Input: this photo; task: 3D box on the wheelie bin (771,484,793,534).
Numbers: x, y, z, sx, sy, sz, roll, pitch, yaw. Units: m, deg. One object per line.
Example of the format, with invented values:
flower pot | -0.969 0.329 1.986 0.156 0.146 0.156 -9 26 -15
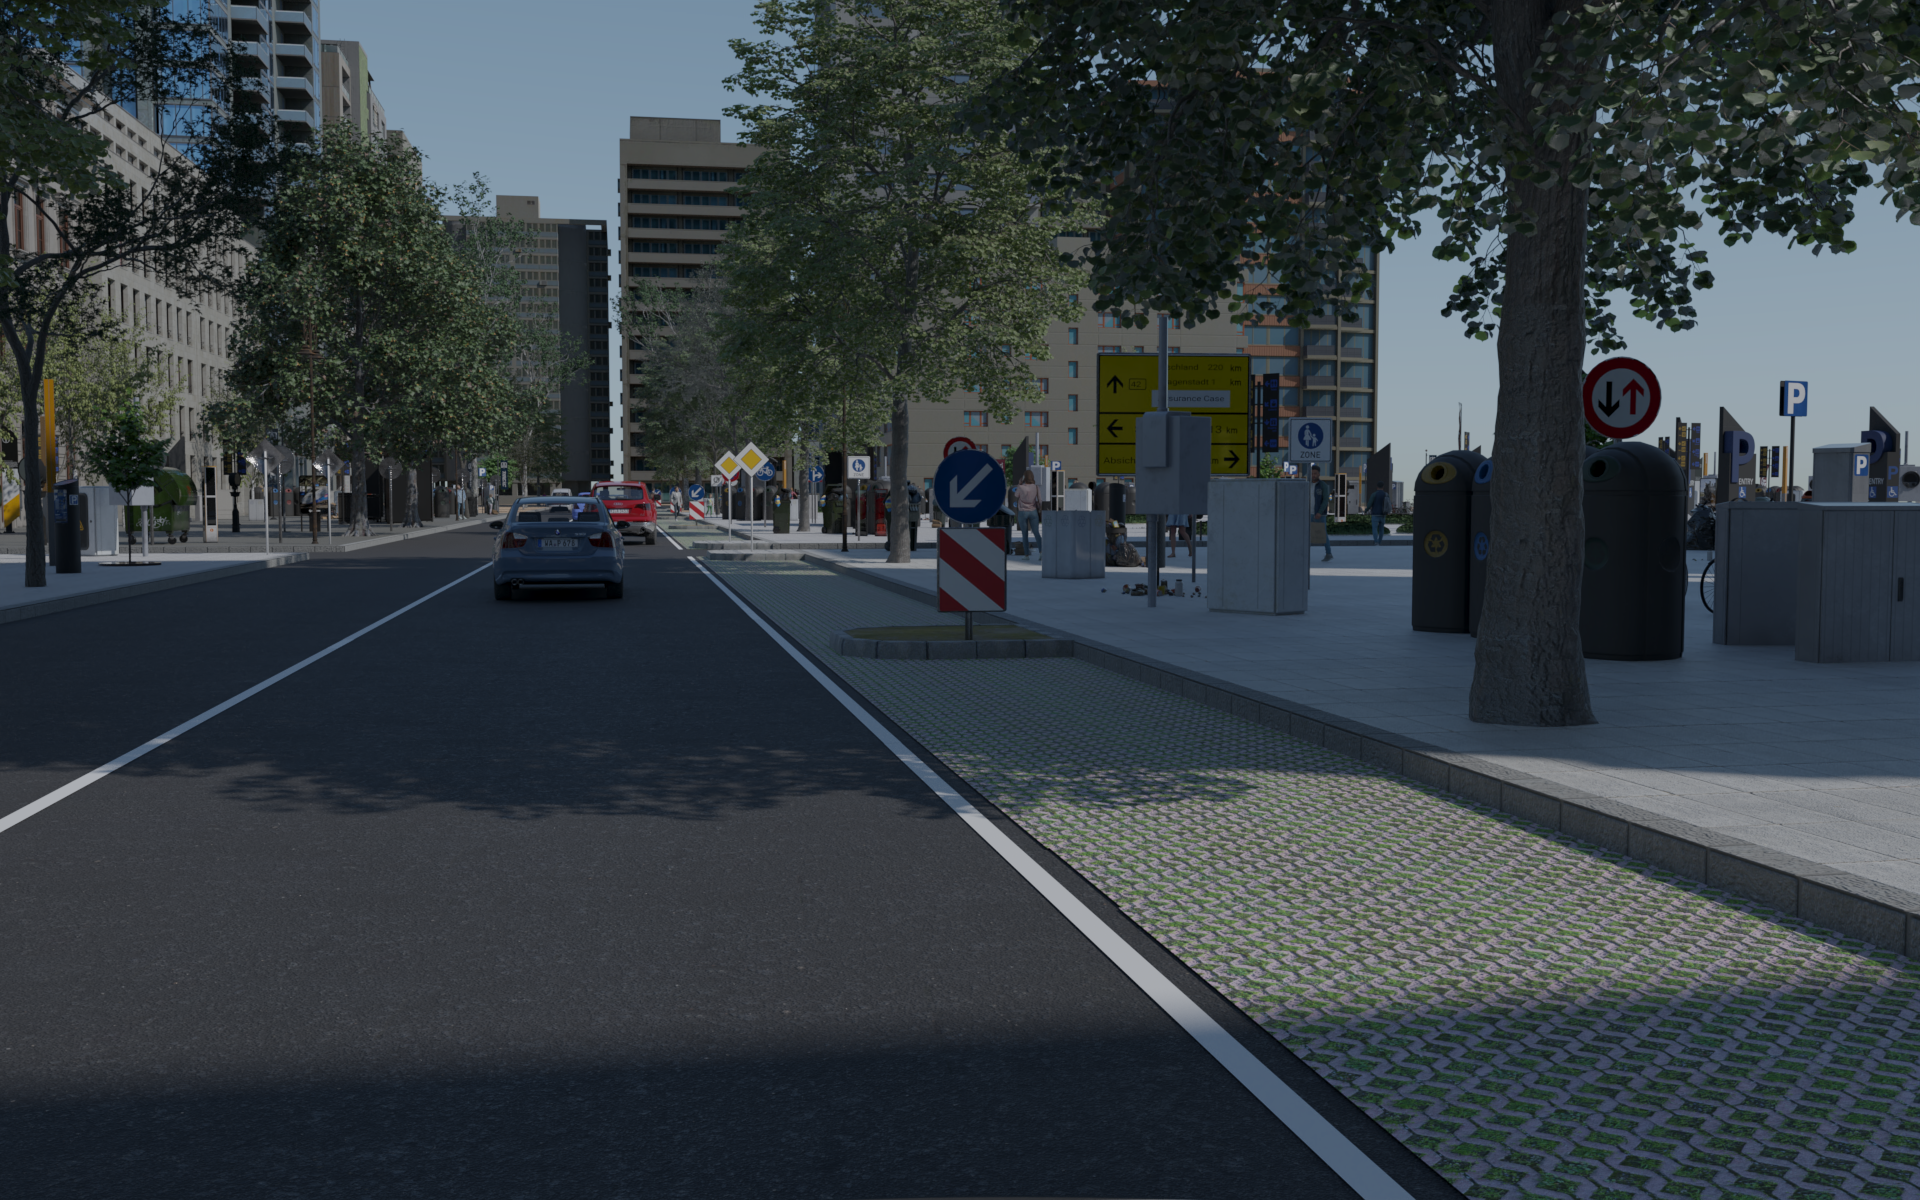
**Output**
wheelie bin | -5.765 -2.944 56.050 0.693 1.594 0.980 0 4 -6

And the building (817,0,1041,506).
building | -3.432 -38.454 170.724 21.231 58.520 28.212 -1 4 -11

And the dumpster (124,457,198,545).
dumpster | -20.643 -2.574 44.574 1.502 2.255 1.985 -1 4 -11

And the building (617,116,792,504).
building | -33.662 -36.894 226.919 21.600 48.544 21.300 -1 4 -11

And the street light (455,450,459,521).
street light | -24.250 -6.762 83.354 0.468 5.910 1.993 -1 4 -11

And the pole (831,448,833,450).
pole | -5.492 -4.951 74.797 0.158 3.312 0.155 0 3 0

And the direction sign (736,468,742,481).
direction sign | -12.755 -6.676 101.154 0.876 3.537 0.379 3 5 41

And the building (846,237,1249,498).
building | 5.760 -18.322 144.605 27.650 21.520 28.899 -1 4 -11

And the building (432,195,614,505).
building | -58.036 -32.800 228.163 23.993 40.220 32.217 -1 4 -11

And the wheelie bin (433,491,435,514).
wheelie bin | -31.043 -5.827 103.184 0.693 1.594 0.980 1 4 20

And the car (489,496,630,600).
car | -5.745 -0.788 24.884 2.014 1.417 4.499 -1 4 -12

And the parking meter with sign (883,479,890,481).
parking meter with sign | -3.827 -5.644 88.544 1.738 3.016 0.543 0 4 -6

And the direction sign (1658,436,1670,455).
direction sign | 27.762 -4.672 68.389 0.379 3.537 0.876 0 4 -5

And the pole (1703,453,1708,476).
pole | 36.808 -5.611 85.579 0.158 3.312 0.155 0 3 0

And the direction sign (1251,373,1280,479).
direction sign | 5.637 -2.492 32.735 0.876 3.537 0.379 3 5 43

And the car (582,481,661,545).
car | -9.835 -2.542 50.239 2.281 1.827 5.304 -1 4 -9

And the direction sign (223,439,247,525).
direction sign | -29.890 -4.858 71.422 0.876 3.537 0.379 -1 4 -18

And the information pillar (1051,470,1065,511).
information pillar | 3.022 -2.999 53.533 0.304 2.012 0.304 -3 4 -37

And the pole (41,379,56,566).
pole | -16.204 -2.265 30.879 0.158 3.312 0.155 0 3 0

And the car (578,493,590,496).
car | -16.955 -4.277 79.517 1.945 1.707 3.694 -1 4 -13

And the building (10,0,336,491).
building | -58.566 -49.773 126.466 22.319 86.520 31.000 -1 4 -11

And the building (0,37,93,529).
building | -40.740 -13.906 63.526 11.583 22.565 21.152 -1 4 -11

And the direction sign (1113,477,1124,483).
direction sign | 9.062 -6.545 99.013 0.876 3.537 0.379 -3 5 -40

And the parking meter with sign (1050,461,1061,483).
parking meter with sign | 5.040 -5.865 92.150 0.543 3.016 1.738 0 4 -1

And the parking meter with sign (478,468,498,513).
parking meter with sign | -31.344 -7.276 115.216 1.738 3.016 0.543 3 5 44

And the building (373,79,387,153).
building | -62.970 -29.615 167.792 14.086 41.232 14.154 -1 4 -11

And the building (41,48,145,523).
building | -43.873 -13.918 82.313 10.420 20.320 16.860 -1 4 -11

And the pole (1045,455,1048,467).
pole | 4.523 -5.928 90.762 0.158 3.312 0.155 0 3 0

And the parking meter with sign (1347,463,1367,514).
parking meter with sign | 22.030 -6.192 97.501 1.738 3.016 0.543 0 4 -8

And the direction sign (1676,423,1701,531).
direction sign | 23.101 -3.852 54.972 0.876 3.537 0.379 -1 4 -17

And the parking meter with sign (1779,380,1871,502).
parking meter with sign | 13.210 -1.819 25.994 0.543 3.016 1.738 -2 4 -28

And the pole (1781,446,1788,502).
pole | 35.006 -4.874 73.534 0.158 3.312 0.155 0 3 0

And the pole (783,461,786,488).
pole | -10.665 -6.811 105.208 0.158 3.312 0.155 0 3 0

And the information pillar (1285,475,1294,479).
information pillar | 12.959 -3.895 68.177 0.304 2.012 0.304 1 4 23

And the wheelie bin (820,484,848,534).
wheelie bin | -4.037 -2.941 56.000 0.693 1.594 0.980 3 5 45

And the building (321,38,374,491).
building | -59.432 -28.563 150.606 14.154 41.232 14.086 -1 4 -11

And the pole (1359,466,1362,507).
pole | 28.733 -7.982 124.346 0.158 3.312 0.155 0 3 0

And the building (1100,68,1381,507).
building | 29.661 -32.191 180.940 28.867 44.769 22.147 -1 4 -11

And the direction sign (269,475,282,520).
direction sign | -34.379 -5.788 86.631 0.876 3.537 0.379 -3 4 -38

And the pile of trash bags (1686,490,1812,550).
pile of trash bags | 17.936 -1.782 38.881 1.912 1.369 3.447 -2 4 -28

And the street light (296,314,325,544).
street light | -16.646 -4.387 44.521 0.468 5.910 1.993 -1 4 -11

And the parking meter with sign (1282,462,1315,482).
parking meter with sign | 18.145 -5.898 92.693 1.738 3.016 0.543 3 5 40

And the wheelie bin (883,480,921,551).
wheelie bin | -1.277 -1.902 39.004 0.693 1.594 0.980 2 4 29

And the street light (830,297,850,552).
street light | -2.563 -4.010 38.356 0.468 5.910 1.993 -1 4 -11

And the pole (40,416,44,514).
pole | -23.988 -3.158 45.476 0.158 3.312 0.155 0 3 0

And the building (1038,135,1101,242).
building | 17.819 -37.554 237.717 21.600 48.544 21.300 -1 4 -11

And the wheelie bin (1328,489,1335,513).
wheelie bin | 24.731 -6.518 114.471 0.693 1.594 0.980 2 4 30

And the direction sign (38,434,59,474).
direction sign | -34.594 -4.503 65.627 0.379 3.537 0.876 3 5 44

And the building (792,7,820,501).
building | -7.998 -56.201 231.551 31.000 86.520 22.319 -1 4 -11

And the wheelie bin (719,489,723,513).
wheelie bin | -15.276 -6.462 113.556 0.980 1.594 0.693 -1 4 -22

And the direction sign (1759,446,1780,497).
direction sign | 38.062 -5.474 81.503 0.876 3.537 0.379 3 5 42

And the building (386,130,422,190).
building | -79.469 -36.361 218.206 21.600 48.544 21.300 -1 4 -11

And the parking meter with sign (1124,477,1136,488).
parking meter with sign | 10.742 -6.935 109.649 0.543 3.016 1.738 -1 4 -20

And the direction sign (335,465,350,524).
direction sign | -26.091 -4.965 73.176 0.379 3.537 0.876 1 4 20

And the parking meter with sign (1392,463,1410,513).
parking meter with sign | 24.772 -6.223 98.013 1.738 3.016 0.543 -3 4 -37

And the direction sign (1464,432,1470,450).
direction sign | 18.447 -4.350 63.112 0.379 3.537 0.876 2 4 27

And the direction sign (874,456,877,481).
direction sign | -5.194 -6.834 103.736 0.379 3.537 0.876 -2 4 -31

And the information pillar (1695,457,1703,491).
information pillar | 46.804 -7.242 109.769 0.504 3.616 0.183 0 4 -5

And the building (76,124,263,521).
building | -47.080 -14.929 98.835 10.420 20.320 16.860 -1 4 -11

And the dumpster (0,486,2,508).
dumpster | -18.703 -1.790 31.758 1.502 2.255 1.985 -1 4 -11
